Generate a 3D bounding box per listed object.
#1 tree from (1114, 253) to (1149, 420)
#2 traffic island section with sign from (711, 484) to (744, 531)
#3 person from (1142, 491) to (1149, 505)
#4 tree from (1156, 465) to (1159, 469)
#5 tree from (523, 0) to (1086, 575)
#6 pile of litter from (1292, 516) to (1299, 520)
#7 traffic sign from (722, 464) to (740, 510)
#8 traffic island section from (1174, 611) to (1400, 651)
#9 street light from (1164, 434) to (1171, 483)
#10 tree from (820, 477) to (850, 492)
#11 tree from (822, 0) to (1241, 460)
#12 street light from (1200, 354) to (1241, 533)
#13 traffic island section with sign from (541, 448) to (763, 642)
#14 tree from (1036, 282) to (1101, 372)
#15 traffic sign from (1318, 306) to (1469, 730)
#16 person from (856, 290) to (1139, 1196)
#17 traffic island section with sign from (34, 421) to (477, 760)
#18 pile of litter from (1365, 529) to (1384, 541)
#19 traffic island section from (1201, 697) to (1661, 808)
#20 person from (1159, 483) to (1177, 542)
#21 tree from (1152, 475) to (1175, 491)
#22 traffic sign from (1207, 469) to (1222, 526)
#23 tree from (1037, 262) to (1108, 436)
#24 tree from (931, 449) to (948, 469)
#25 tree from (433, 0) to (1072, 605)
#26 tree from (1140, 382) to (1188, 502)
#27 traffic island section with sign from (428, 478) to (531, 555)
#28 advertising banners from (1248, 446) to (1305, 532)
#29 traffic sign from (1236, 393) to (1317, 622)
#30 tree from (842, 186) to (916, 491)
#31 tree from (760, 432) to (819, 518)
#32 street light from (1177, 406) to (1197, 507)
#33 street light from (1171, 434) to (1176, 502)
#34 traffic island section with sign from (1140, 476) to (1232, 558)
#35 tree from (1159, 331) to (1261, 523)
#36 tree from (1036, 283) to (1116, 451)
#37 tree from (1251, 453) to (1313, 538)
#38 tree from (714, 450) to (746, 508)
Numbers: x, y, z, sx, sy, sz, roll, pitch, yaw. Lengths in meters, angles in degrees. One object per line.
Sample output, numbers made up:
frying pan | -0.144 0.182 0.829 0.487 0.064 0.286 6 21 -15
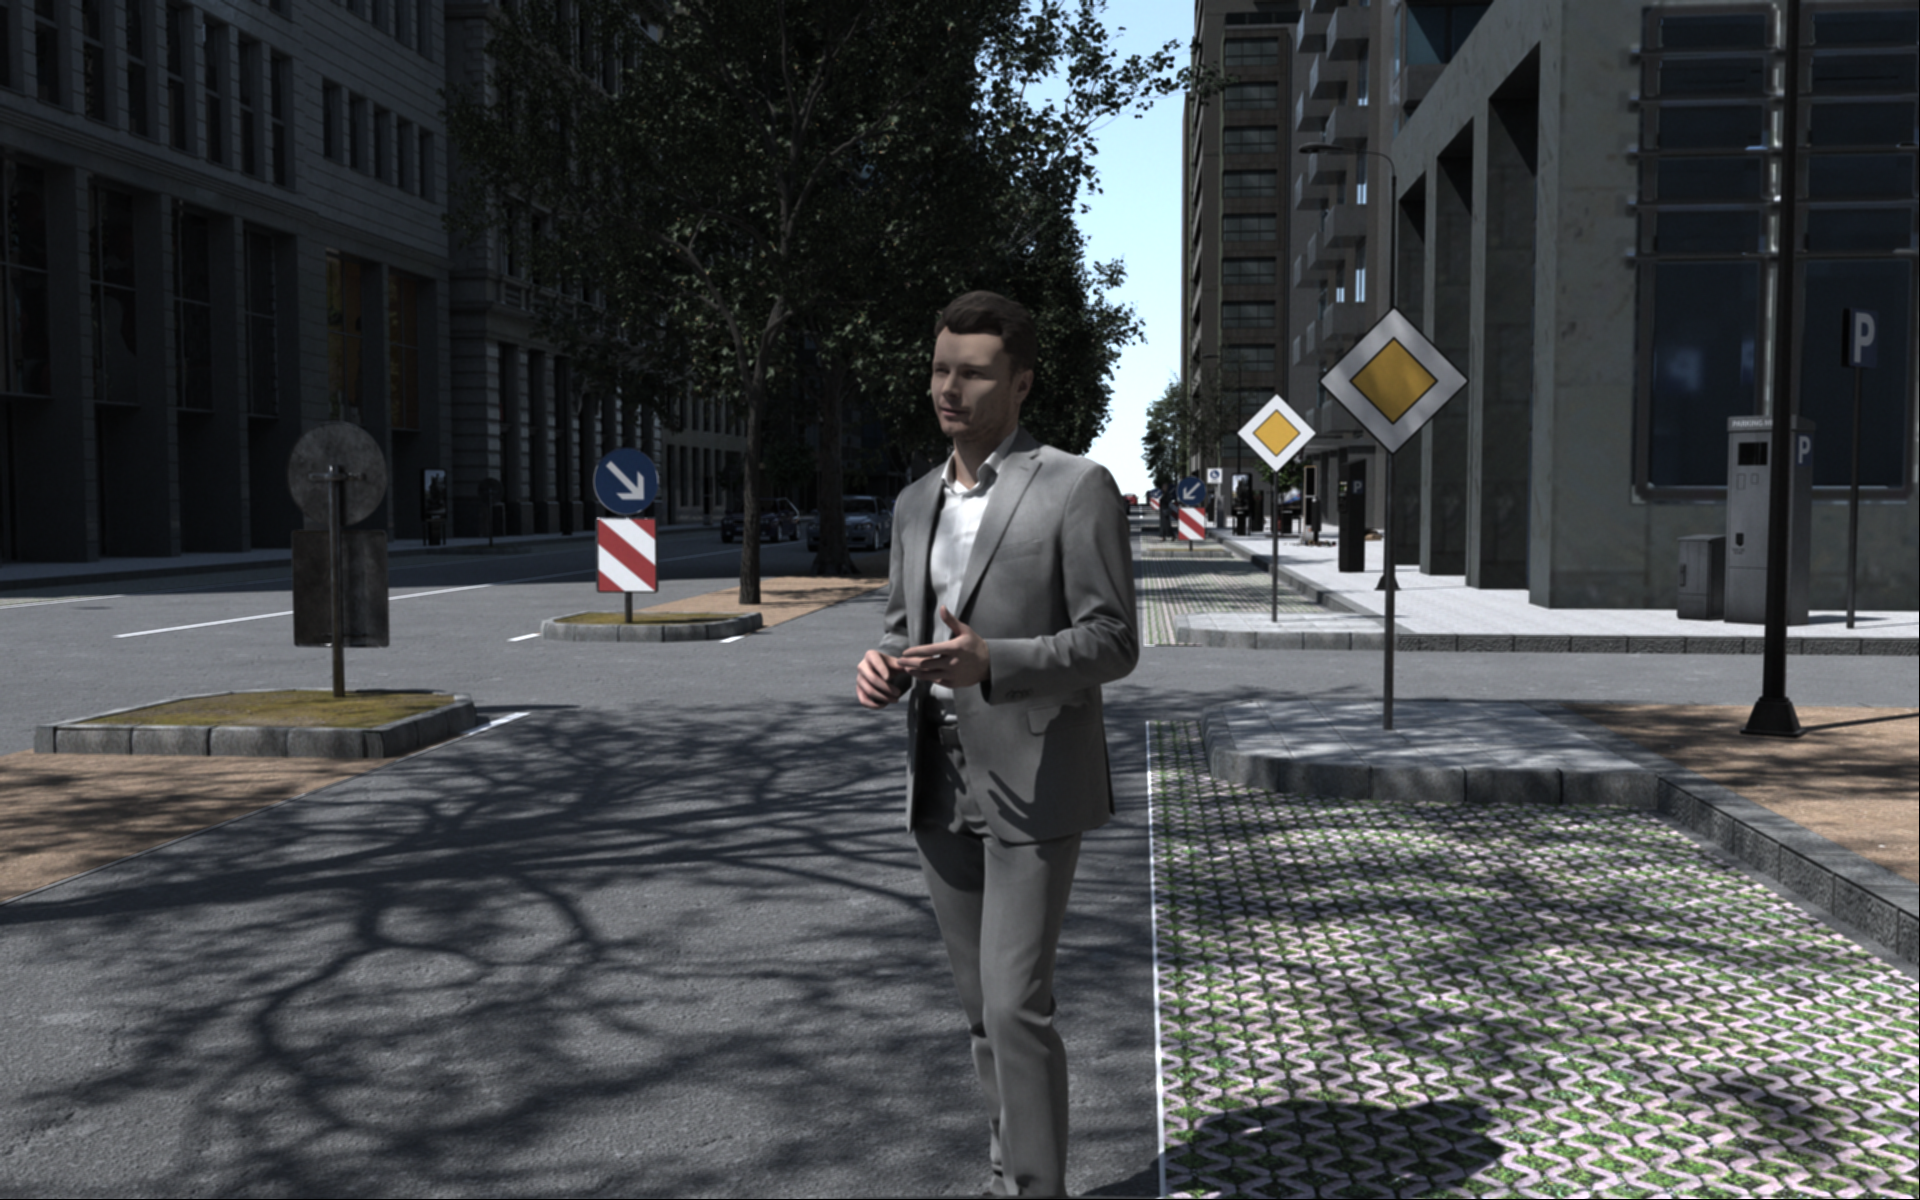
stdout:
tree | 1.731 -8.607 60.196 9.611 12.733 9.660 0 3 0
traffic island section with sign | -8.628 -3.649 68.291 1.989 1.847 2.006 0 4 6
person | 21.937 -11.868 202.482 1.348 1.831 0.705 3 5 42
tree | 28.294 -17.608 238.246 4.360 8.622 3.978 0 3 0
tree | -2.276 -6.783 30.373 9.611 12.733 9.660 0 3 0
pile of litter | 16.417 -4.503 87.585 1.719 0.858 1.176 1 4 16
traffic sign | -9.752 -4.503 73.725 0.768 2.556 0.104 1 4 10
traffic island section | 3.176 0.299 17.386 2.009 0.180 2.903 0 4 6
street light | 16.663 -9.841 133.433 1.470 5.913 1.316 0 4 6
tree | -7.269 -6.662 103.528 1.663 3.219 1.824 0 3 0
tree | 0.937 -11.588 47.818 12.611 20.169 13.585 0 3 0
street light | 8.745 -5.205 57.642 1.470 5.913 1.316 0 4 6
traffic island section with sign | -3.219 -0.585 17.706 2.006 1.907 1.989 0 4 6
tree | 2.322 -8.693 70.343 9.928 11.665 9.643 0 3 0
traffic sign | 2.328 -0.350 9.369 0.795 2.450 0.064 0 4 6
person | 0.005 0.340 3.149 0.606 1.804 0.583 3 5 39
traffic island section with sign | -3.993 -0.135 10.339 2.006 1.907 1.989 0 4 6
pile of litter | 11.286 -2.097 48.245 1.176 0.858 1.719 3 5 40
traffic island section | 2.352 0.785 9.443 2.009 0.180 2.903 0 4 6
person | 6.145 -2.610 51.594 0.534 1.772 0.576 -3 4 -36
tree | 29.010 -16.076 246.554 4.285 4.588 4.351 0 3 0
traffic sign | 10.166 -4.100 69.169 0.606 2.300 0.079 1 4 9
tree | 2.879 -9.723 79.557 7.486 12.596 7.792 0 3 0
tree | -1.185 -13.280 167.490 4.360 8.622 3.978 0 3 0
tree | -2.778 -5.192 21.753 8.767 10.594 7.601 0 4 6
tree | 21.635 -15.732 175.338 7.486 12.596 7.792 0 3 0
traffic island section with sign | -11.410 -2.009 41.479 1.989 1.847 2.006 0 4 6
advertising banners | 10.811 -3.844 59.043 2.074 3.025 0.090 -1 4 -14
traffic sign | 3.152 -0.836 17.311 0.795 2.450 0.064 0 4 6
tree | -1.226 -5.307 39.589 4.737 8.622 4.395 0 3 0
tree | -9.092 -6.630 92.114 4.285 4.588 4.351 0 3 0
street light | 12.348 -7.299 91.873 1.470 5.913 1.316 0 4 6
street light | 12.916 -7.706 98.542 1.470 5.913 1.316 0 4 6
traffic island section with sign | 5.146 -1.887 39.488 1.989 1.847 2.006 0 4 6
tree | 11.302 -7.790 77.733 4.360 8.622 3.978 0 3 0
tree | 3.747 -10.955 88.226 9.857 13.997 8.962 0 3 0
tree | 9.650 -3.457 51.119 1.663 3.219 1.824 0 3 0
tree | -10.036 -4.976 75.962 1.663 3.219 1.824 0 3 0
